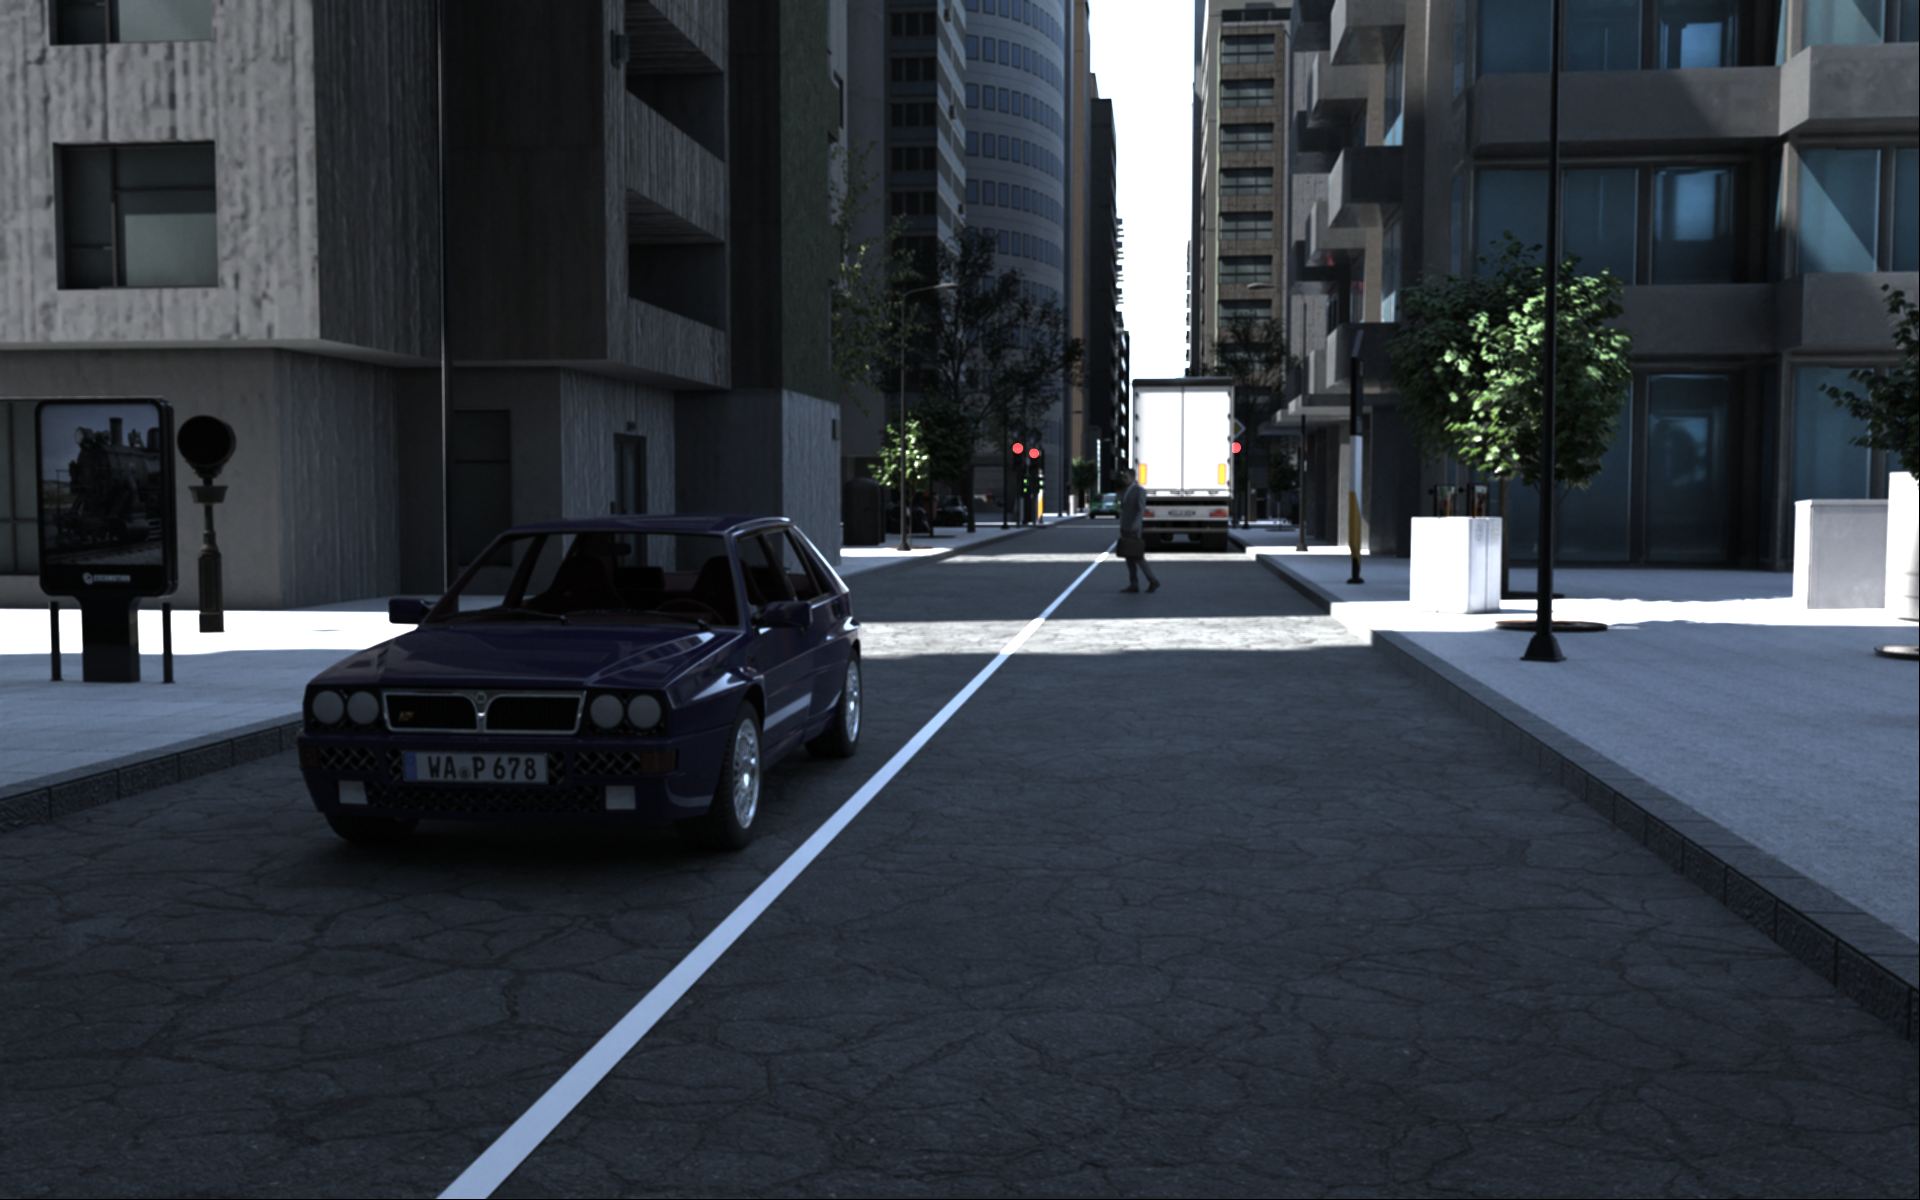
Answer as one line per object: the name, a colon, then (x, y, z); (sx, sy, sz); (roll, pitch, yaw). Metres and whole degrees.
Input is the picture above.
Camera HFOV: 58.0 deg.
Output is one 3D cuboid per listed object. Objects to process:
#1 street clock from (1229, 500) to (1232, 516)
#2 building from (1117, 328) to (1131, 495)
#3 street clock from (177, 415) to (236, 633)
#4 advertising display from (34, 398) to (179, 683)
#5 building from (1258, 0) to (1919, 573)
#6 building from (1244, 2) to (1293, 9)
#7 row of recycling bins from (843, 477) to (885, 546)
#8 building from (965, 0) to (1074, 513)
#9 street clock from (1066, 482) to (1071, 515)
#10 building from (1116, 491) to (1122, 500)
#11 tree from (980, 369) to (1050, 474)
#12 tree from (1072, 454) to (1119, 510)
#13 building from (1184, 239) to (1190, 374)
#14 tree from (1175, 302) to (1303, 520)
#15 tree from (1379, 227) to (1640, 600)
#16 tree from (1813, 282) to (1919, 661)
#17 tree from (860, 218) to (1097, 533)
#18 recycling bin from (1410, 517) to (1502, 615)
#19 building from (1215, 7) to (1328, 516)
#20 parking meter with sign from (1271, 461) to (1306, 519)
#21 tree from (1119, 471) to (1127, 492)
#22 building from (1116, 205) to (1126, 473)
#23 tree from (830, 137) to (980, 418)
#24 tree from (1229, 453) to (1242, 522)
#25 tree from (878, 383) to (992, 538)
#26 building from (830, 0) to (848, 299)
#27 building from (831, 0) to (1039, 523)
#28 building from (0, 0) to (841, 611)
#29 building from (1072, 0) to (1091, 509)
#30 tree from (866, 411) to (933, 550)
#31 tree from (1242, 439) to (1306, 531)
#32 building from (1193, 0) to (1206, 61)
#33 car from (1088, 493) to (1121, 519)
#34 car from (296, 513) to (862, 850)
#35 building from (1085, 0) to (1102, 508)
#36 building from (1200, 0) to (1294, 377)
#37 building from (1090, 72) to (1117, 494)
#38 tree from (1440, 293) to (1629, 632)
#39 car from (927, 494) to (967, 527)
street clock: (15.565, -5.838, 100.022); (0.471, 2.002, 0.358); (2, 4, 35)
building: (21.705, -31.957, 294.198); (14.160, 30.474, 14.107); (0, 4, 7)
street clock: (-6.943, -0.700, 16.010); (0.471, 2.002, 0.358); (-1, 4, -12)
advertising display: (-5.800, -0.402, 11.783); (0.974, 1.923, 0.123); (1, 4, 10)
building: (19.619, -25.724, 40.195); (23.786, 49.044, 30.456); (0, 4, 7)
building: (33.600, -26.936, 132.290); (32.217, 40.220, 23.993); (0, 4, 7)
row of recycling bins: (-2.476, -2.282, 44.423); (1.069, 1.692, 3.534); (0, 4, 1)
building: (-3.289, -35.448, 121.577); (21.231, 58.520, 28.212); (0, 4, 7)
street clock: (6.559, -6.132, 104.833); (0.358, 2.002, 0.471); (0, 4, 6)
building: (6.711, -33.827, 244.951); (32.217, 40.220, 23.993); (0, 4, 7)
tree: (2.816, -9.115, 99.389); (4.737, 8.622, 4.395); (0, 3, 0)
tree: (9.927, -9.668, 141.778); (4.285, 4.588, 4.351); (0, 3, 0)
building: (48.506, -38.764, 288.409); (22.147, 44.769, 28.867); (0, 4, 7)
tree: (13.758, -9.226, 85.261); (8.767, 10.594, 7.601); (0, 4, 7)
tree: (6.864, -2.317, 21.591); (4.285, 4.588, 4.351); (0, 3, 0)
tree: (7.786, -1.148, 13.376); (1.663, 3.219, 1.824); (0, 3, 0)
tree: (0.462, -7.546, 57.788); (8.767, 10.594, 7.601); (1, 4, 10)
recycling bin: (5.377, -0.380, 18.770); (0.722, 1.027, 0.722); (-3, 5, -44)
building: (22.790, -20.488, 106.676); (14.160, 30.474, 14.107); (0, 4, 7)
parking meter with sign: (17.225, -5.792, 90.961); (1.738, 3.016, 0.543); (2, 4, 32)
tree: (19.671, -14.411, 219.341); (4.285, 4.588, 4.351); (0, 3, 0)
building: (14.557, -39.878, 271.619); (23.786, 49.044, 30.456); (0, 4, 7)
tree: (-2.832, -5.152, 34.591); (4.737, 8.622, 4.395); (0, 3, 0)
tree: (13.027, -5.222, 79.983); (1.663, 3.219, 1.824); (0, 3, 0)
tree: (-0.762, -4.132, 51.267); (4.285, 4.588, 4.351); (0, 3, 0)
building: (-18.659, -28.335, 52.522); (27.495, 52.752, 28.713); (0, 4, 7)
building: (-12.613, -24.055, 85.175); (32.217, 40.220, 23.993); (0, 4, 7)
building: (-9.930, -15.457, 24.418); (14.160, 30.474, 14.107); (0, 4, 7)
building: (4.475, -30.916, 155.584); (14.600, 45.320, 14.200); (0, 4, 7)
tree: (-1.108, -2.803, 40.437); (1.663, 3.219, 1.824); (0, 3, 0)
tree: (11.125, -4.016, 60.270); (1.663, 3.219, 1.824); (0, 3, 0)
building: (34.967, -39.145, 182.023); (21.231, 58.520, 28.212); (0, 4, 7)
car: (8.579, -5.713, 102.209); (1.959, 1.807, 4.718); (0, 4, 6)
car: (-1.568, 0.264, 8.272); (1.945, 1.354, 3.894); (0, 4, 6)
building: (3.656, -52.873, 177.139); (22.319, 86.520, 31.000); (0, 4, 7)
building: (32.877, -32.646, 157.460); (21.300, 48.544, 21.600); (0, 4, 7)
building: (7.463, -35.510, 204.283); (21.300, 48.544, 21.600); (0, 4, 7)
tree: (5.709, -1.345, 16.589); (1.663, 3.219, 1.824); (0, 3, 0)
car: (-1.649, -3.583, 68.368); (4.222, 1.686, 2.009); (0, 4, 7)
